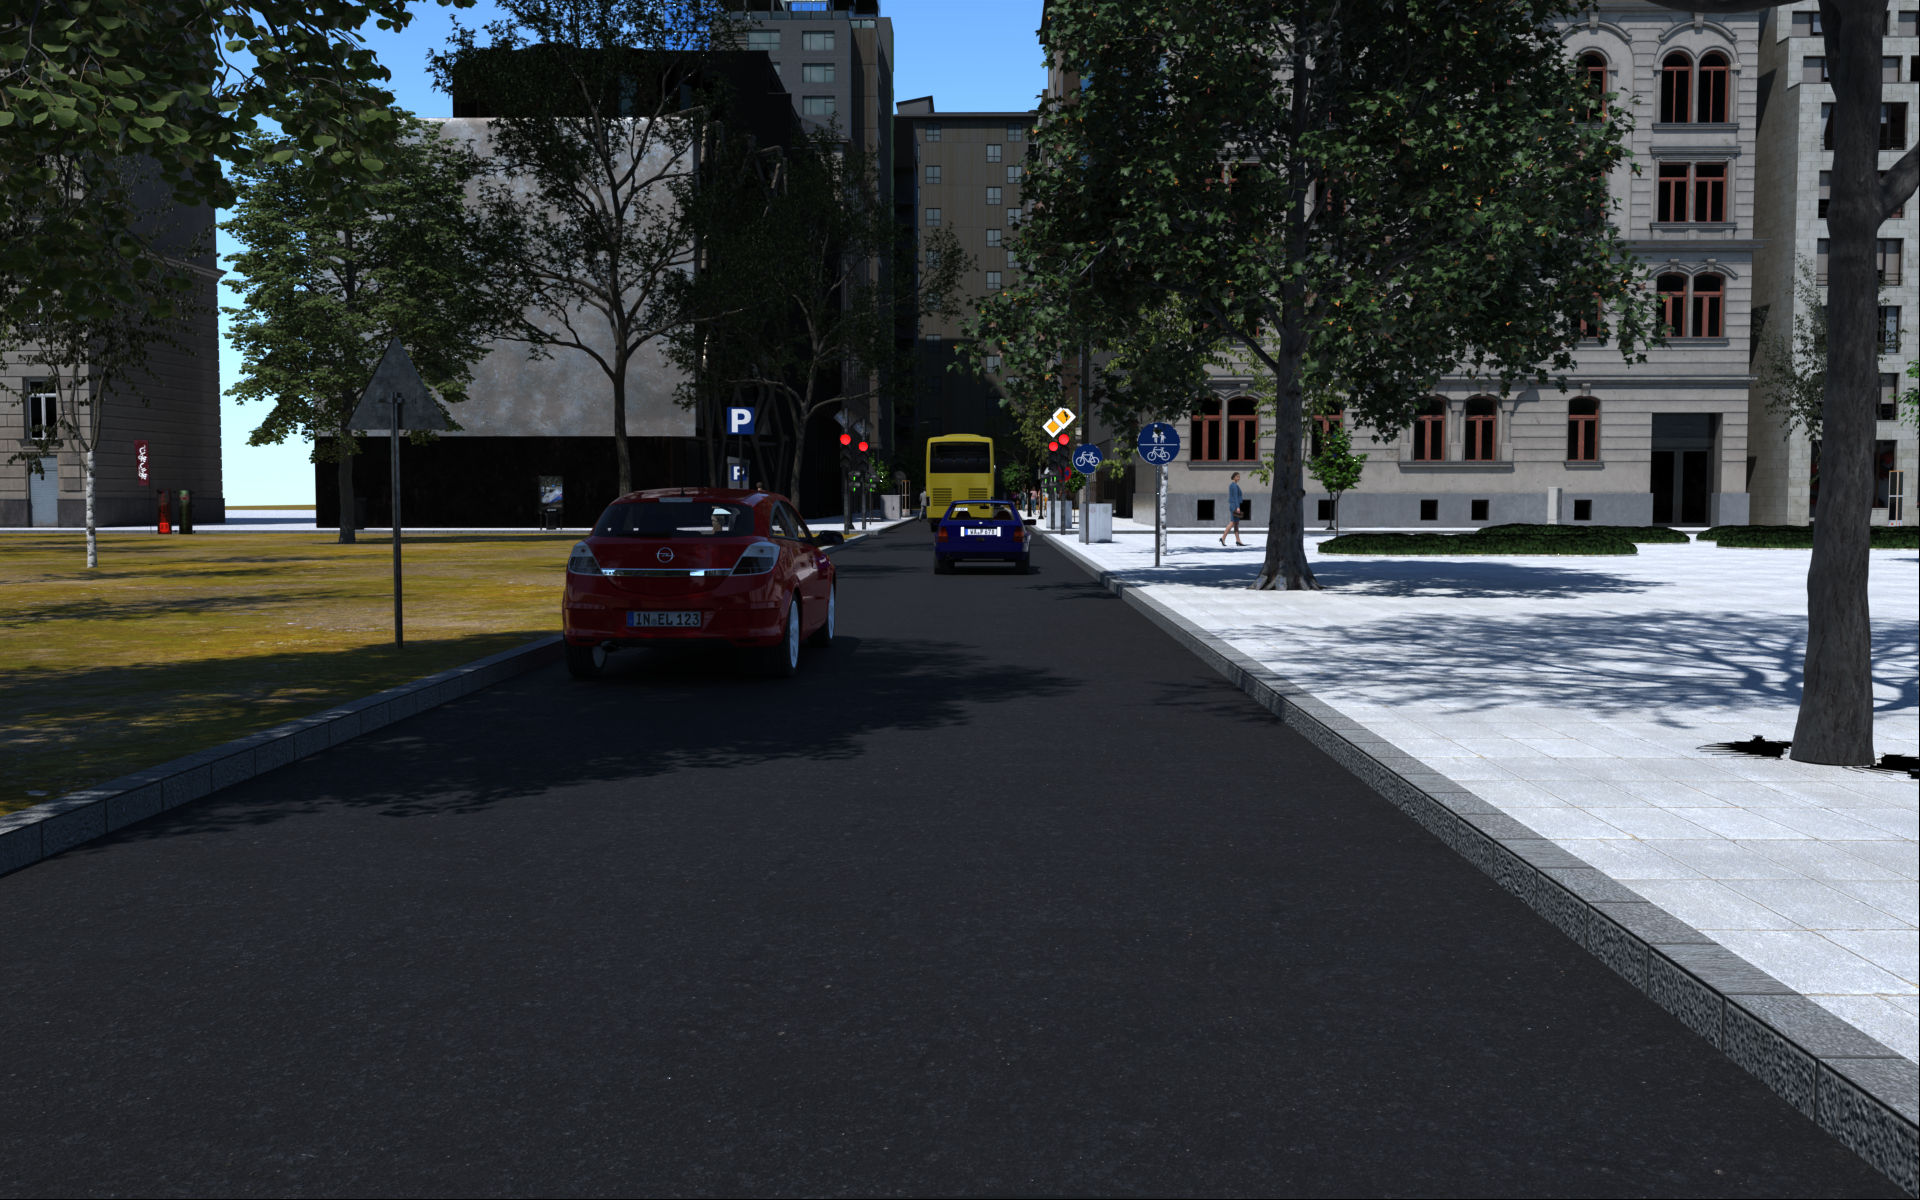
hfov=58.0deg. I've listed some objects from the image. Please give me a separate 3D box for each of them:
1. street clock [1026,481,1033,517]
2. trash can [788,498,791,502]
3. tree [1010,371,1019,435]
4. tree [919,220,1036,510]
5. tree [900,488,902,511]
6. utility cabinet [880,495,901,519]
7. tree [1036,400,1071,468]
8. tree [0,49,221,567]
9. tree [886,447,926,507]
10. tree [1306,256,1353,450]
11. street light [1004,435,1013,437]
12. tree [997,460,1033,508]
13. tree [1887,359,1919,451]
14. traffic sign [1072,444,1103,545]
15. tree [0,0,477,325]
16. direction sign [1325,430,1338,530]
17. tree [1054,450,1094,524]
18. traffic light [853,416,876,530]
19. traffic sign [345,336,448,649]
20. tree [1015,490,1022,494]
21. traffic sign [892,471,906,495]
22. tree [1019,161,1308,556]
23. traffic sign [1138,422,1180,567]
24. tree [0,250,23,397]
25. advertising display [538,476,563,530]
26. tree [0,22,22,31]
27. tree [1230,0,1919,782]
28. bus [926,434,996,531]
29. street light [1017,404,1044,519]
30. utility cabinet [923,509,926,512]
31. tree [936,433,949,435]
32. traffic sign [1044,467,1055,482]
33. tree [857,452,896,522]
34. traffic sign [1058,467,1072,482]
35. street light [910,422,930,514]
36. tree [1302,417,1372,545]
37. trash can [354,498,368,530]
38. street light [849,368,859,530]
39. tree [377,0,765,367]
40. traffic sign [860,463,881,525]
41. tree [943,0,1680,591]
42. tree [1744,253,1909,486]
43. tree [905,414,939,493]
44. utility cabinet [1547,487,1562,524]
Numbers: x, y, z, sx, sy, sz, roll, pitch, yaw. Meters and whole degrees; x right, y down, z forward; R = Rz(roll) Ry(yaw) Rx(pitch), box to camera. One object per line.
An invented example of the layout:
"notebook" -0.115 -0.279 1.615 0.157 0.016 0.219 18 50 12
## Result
"street clock" 3.910 -5.668 97.237 0.358 2.002 0.471 -2 4 -26
"trash can" -6.179 -3.084 62.075 0.748 1.137 0.748 0 3 0
"tree" 4.623 -8.792 94.107 4.737 8.622 4.395 0 3 0
"tree" -3.928 -6.607 42.435 7.601 10.594 8.767 3 5 41
"tree" -4.073 -5.992 92.577 1.663 3.219 1.824 0 3 0
"utility cabinet" -3.549 -4.741 88.676 1.020 1.237 0.306 1 4 14
"tree" 5.067 -12.725 142.472 8.767 10.594 7.601 1 4 10
"tree" -15.214 -4.889 30.303 4.360 8.622 3.978 0 3 0
"tree" -3.712 -8.434 121.602 4.285 4.588 4.351 0 3 0
"tree" 9.928 -6.118 50.393 4.737 8.622 4.395 0 3 0
"street light" 4.172 -10.065 137.097 1.470 5.913 1.316 0 4 1
"tree" 5.252 -11.043 164.259 4.285 4.588 4.351 0 3 0
"tree" 18.483 -2.889 30.955 4.285 4.588 4.351 0 3 0
"traffic sign" 3.223 -2.671 43.783 0.768 2.556 0.104 1 4 8
"tree" -5.522 -5.422 6.780 7.486 12.596 7.792 0 3 0
"direction sign" 13.237 -4.266 61.745 0.379 3.537 0.876 -1 4 -13
"tree" 4.846 -4.936 75.305 1.663 3.219 1.824 0 3 0
"traffic light" -3.437 -4.487 62.287 0.839 4.253 0.868 0 4 1
"traffic sign" -4.661 -0.875 14.317 0.884 2.594 0.081 0 4 6
"tree" 6.392 -12.526 199.407 1.663 3.219 1.824 0 3 0
"traffic sign" -3.362 -5.838 95.552 0.768 2.556 0.104 0 4 5
"tree" 4.293 -5.235 35.961 4.737 8.622 4.395 0 3 0
"traffic sign" 3.498 -1.865 30.592 0.768 2.556 0.104 0 4 1
"tree" -24.813 -5.633 42.460 4.737 8.622 4.395 0 3 0
"advertising display" -14.670 -3.480 62.107 0.123 1.923 0.974 3 5 43
"tree" -14.142 -4.515 24.188 4.360 8.622 3.978 0 3 0
"tree" 4.343 -5.970 7.980 12.009 13.543 11.850 0 3 0
"bus" 0.068 -4.800 70.022 2.896 3.916 12.252 0 4 1
"street light" 3.585 -7.065 88.046 1.470 5.913 1.316 0 4 1
"utility cabinet" -2.567 -7.025 126.022 0.306 1.237 1.020 -1 4 -12
"tree" -2.042 -15.785 208.450 4.360 8.622 3.978 0 3 0
"traffic sign" 4.135 -4.730 77.435 0.768 2.556 0.104 1 4 9
"tree" -3.996 -5.184 79.365 1.663 3.219 1.824 0 3 0
"traffic sign" 4.352 -4.488 73.489 0.768 2.556 0.104 0 4 3
"street light" -2.650 -8.491 111.374 1.470 5.913 1.316 0 4 1
"tree" 9.572 -2.992 43.513 1.663 3.219 1.824 0 3 0
"trash can" -21.624 -3.087 62.123 0.748 1.137 0.748 0 3 0
"street light" -3.396 -5.482 62.177 1.470 5.913 1.316 0 4 1
"tree" -5.713 -5.717 27.890 7.601 10.594 8.767 -1 4 -20
"traffic sign" -3.725 -4.402 71.974 0.884 2.594 0.081 0 4 1
"tree" 4.514 -6.482 22.995 9.611 12.733 9.660 0 3 0
"tree" 25.550 -6.162 51.114 4.360 8.622 3.978 0 3 0
"tree" -3.429 -12.693 157.899 4.737 8.622 4.395 0 3 0
"utility cabinet" 18.654 -2.790 54.293 0.318 1.500 1.173 2 4 26
